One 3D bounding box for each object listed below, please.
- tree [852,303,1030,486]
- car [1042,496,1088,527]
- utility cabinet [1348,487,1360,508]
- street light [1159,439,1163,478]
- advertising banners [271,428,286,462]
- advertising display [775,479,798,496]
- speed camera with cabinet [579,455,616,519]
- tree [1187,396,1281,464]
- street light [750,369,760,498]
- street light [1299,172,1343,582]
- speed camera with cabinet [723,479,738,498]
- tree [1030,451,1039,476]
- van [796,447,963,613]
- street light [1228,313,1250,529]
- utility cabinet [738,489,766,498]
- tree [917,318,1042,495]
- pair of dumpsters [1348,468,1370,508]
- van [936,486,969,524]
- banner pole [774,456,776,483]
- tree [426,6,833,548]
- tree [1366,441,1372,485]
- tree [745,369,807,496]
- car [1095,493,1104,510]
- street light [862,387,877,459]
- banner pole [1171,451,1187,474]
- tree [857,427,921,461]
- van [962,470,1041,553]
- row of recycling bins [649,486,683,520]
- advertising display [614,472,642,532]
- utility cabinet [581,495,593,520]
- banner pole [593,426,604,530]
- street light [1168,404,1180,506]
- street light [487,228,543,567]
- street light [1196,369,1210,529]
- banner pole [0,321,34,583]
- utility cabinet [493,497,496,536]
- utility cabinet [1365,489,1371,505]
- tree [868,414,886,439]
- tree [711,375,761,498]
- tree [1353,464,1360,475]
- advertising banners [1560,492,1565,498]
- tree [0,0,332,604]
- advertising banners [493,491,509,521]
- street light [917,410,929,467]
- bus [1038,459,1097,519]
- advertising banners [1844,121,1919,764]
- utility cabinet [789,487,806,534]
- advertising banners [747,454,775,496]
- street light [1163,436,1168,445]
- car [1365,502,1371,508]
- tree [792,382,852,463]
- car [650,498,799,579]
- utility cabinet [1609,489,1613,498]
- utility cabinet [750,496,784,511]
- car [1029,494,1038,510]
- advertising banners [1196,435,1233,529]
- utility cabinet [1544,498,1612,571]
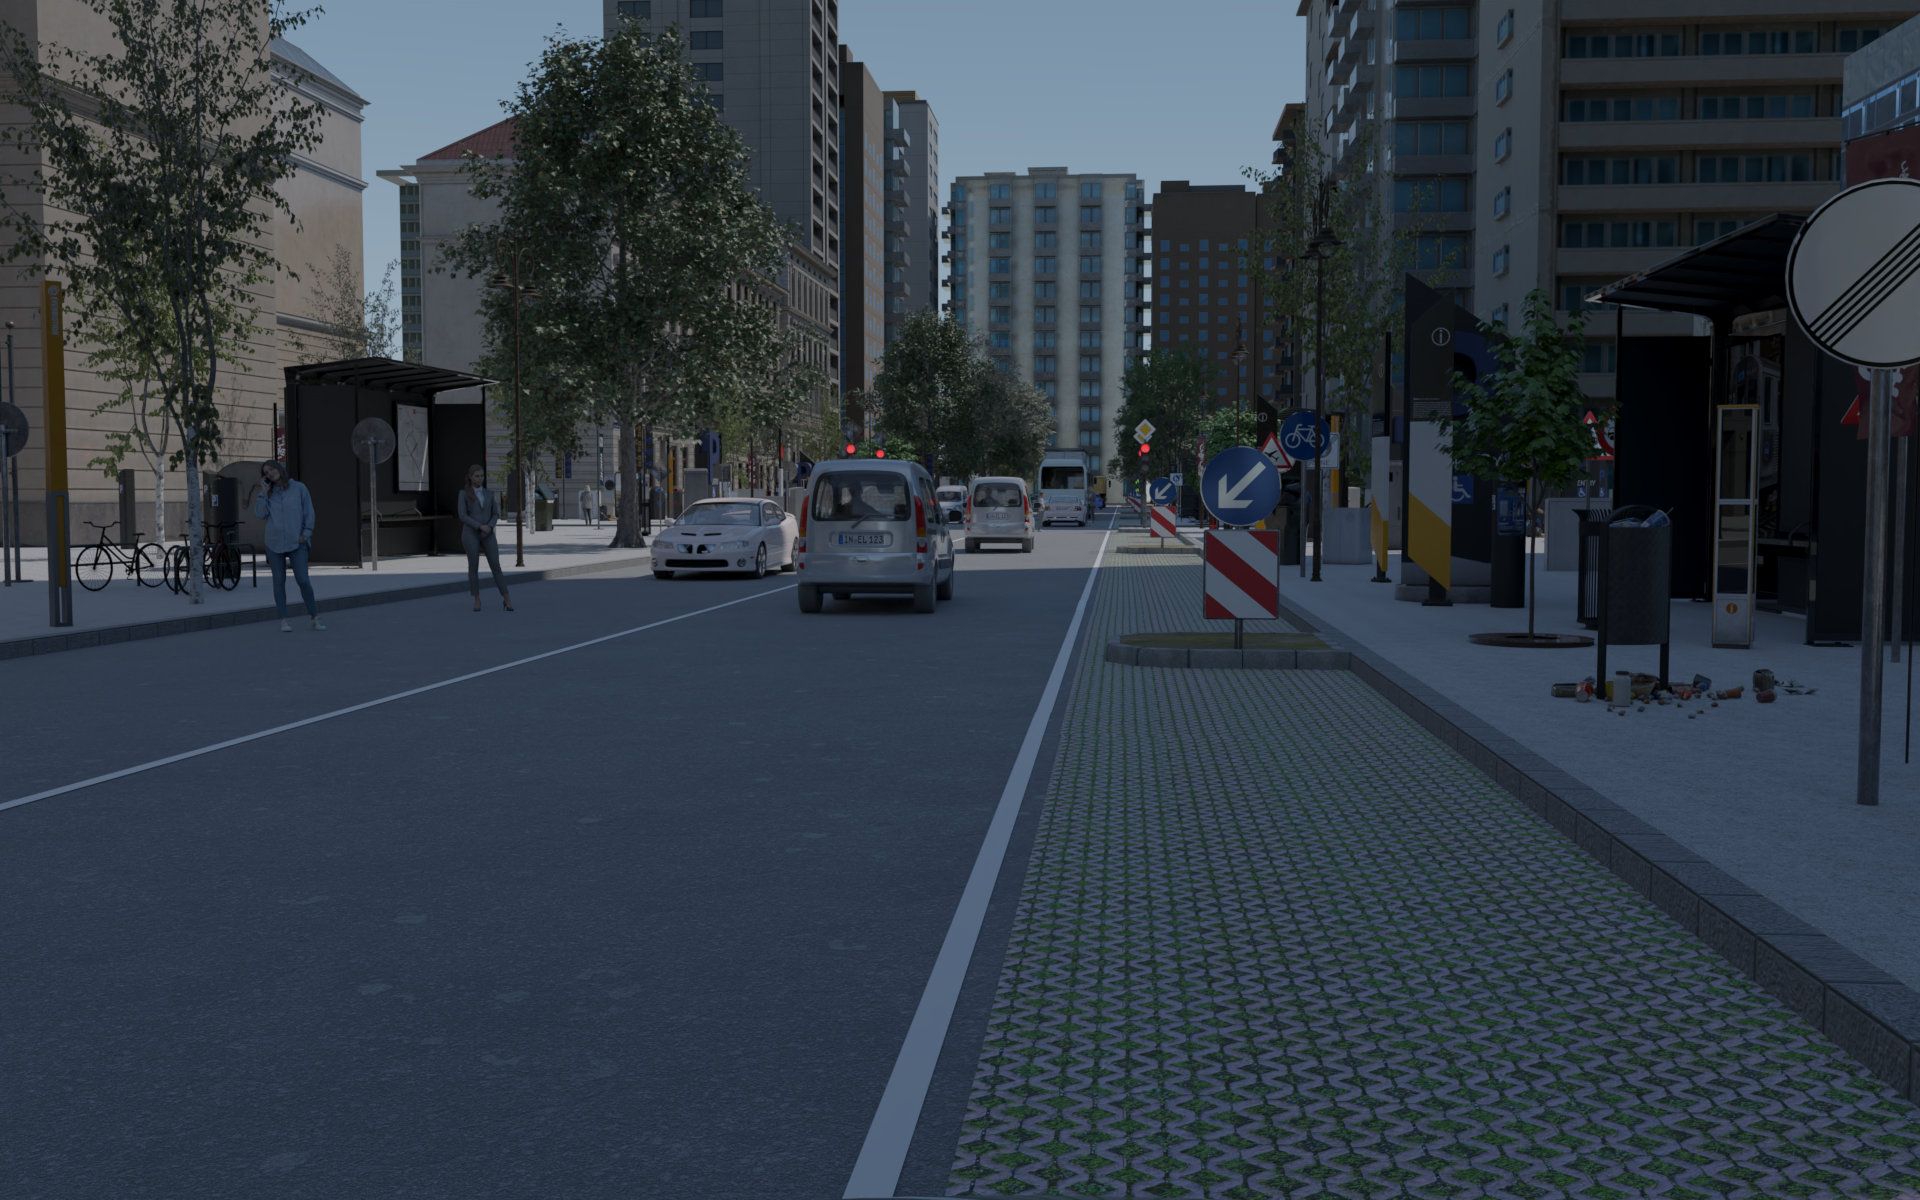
[{"bbox_3d":[-1.905,-11.428,103.858,9.611,12.733,9.660,0,3,0],"label":"tree"},{"bbox_3d":[4.649,-3.962,77.145,2.083,1.381,4.827,0,4,5],"label":"car"},{"bbox_3d":[12.063,-2.800,54.453,1.173,1.500,0.318,-2,4,-35],"label":"utility cabinet"},{"bbox_3d":[14.887,-9.487,127.896,0.468,5.910,1.993,0,4,5],"label":"street light"},{"bbox_3d":[-18.649,-3.029,45.716,2.074,3.025,0.090,0,4,2],"label":"advertising banners"},{"bbox_3d":[-7.465,-4.240,74.542,0.974,1.923,0.123,-1,4,-9],"label":"advertising display"},{"bbox_3d":[-18.340,-5.733,88.063,2.038,3.252,0.660,1,4,13],"label":"speed camera with cabinet"},{"bbox_3d":[9.354,-4.560,58.275,4.285,4.588,4.351,0,3,0],"label":"tree"},{"bbox_3d":[-5.974,-4.704,49.692,0.468,5.910,1.993,0,4,5],"label":"street light"},{"bbox_3d":[5.233,-3.210,25.272,0.468,5.910,1.993,0,4,5],"label":"street light"},{"bbox_3d":[-11.888,-5.862,90.173,0.660,3.252,2.038,-3,5,-44],"label":"speed camera with cabinet"},{"bbox_3d":[1.992,-14.153,148.404,9.611,12.733,9.660,0,3,0],"label":"tree"},{"bbox_3d":[-1.013,-0.930,22.212,2.013,2.044,4.112,0,4,4],"label":"van"},{"bbox_3d":[7.108,-4.373,44.286,0.468,5.910,1.993,0,4,5],"label":"street light"},{"bbox_3d":[-8.943,-4.018,74.378,1.173,1.500,0.318,-1,4,-17],"label":"utility cabinet"},{"bbox_3d":[0.484,-12.830,120.132,12.009,13.543,11.850,0,3,0],"label":"tree"},{"bbox_3d":[12.768,-3.421,58.429,1.574,2.255,4.437,0,4,6],"label":"pair of dumpsters"},{"bbox_3d":[-0.491,-4.731,84.366,2.013,2.044,4.112,0,4,7],"label":"van"},{"bbox_3d":[-12.108,-7.541,113.313,0.401,3.779,0.863,0,4,-4],"label":"banner pole"},{"bbox_3d":[-7.955,-7.603,41.314,9.611,12.733,9.660,0,3,0],"label":"tree"},{"bbox_3d":[21.629,-6.260,86.065,4.285,4.588,4.351,0,3,0],"label":"tree"},{"bbox_3d":[-11.112,-9.268,101.899,4.360,8.622,3.978,0,3,0],"label":"tree"},{"bbox_3d":[12.296,-9.195,159.921,1.945,1.707,3.694,0,4,5],"label":"car"},{"bbox_3d":[-3.836,-6.185,73.912,0.468,5.910,1.993,0,4,5],"label":"street light"},{"bbox_3d":[12.818,-6.746,100.309,0.863,3.779,0.401,0,4,2],"label":"banner pole"},{"bbox_3d":[-3.616,-6.203,85.126,4.285,4.588,4.351,0,3,0],"label":"tree"},{"bbox_3d":[1.024,-2.237,43.594,2.013,2.044,4.112,0,4,4],"label":"van"},{"bbox_3d":[-14.677,-4.848,86.380,3.534,1.692,1.069,-2,4,-26],"label":"row of recycling bins"},{"bbox_3d":[-9.650,-2.764,50.401,0.974,1.923,0.123,2,4,32],"label":"advertising display"},{"bbox_3d":[-18.425,-4.543,85.440,0.306,1.237,1.020,-2,4,-29],"label":"utility cabinet"},{"bbox_3d":[-13.059,-4.456,62.873,0.401,3.779,0.863,0,4,7],"label":"banner pole"},{"bbox_3d":[11.011,-7.080,88.553,0.468,5.910,1.993,0,4,5],"label":"street light"},{"bbox_3d":[-7.770,-3.524,30.409,0.468,5.910,1.993,0,4,5],"label":"street light"},{"bbox_3d":[8.945,-5.574,63.918,0.468,5.910,1.993,0,4,5],"label":"street light"},{"bbox_3d":[-13.820,-2.135,24.920,0.401,3.779,0.863,2,4,24],"label":"banner pole"},{"bbox_3d":[-13.972,-2.468,51.517,0.306,1.237,1.020,-1,4,-18],"label":"utility cabinet"},{"bbox_3d":[19.018,-4.411,80.792,0.318,1.500,1.173,-1,4,-17],"label":"utility cabinet"},{"bbox_3d":[-5.691,-11.899,144.902,4.360,8.622,3.978,0,3,0],"label":"tree"},{"bbox_3d":[-13.073,-8.979,97.170,4.737,8.622,4.395,0,3,0],"label":"tree"},{"bbox_3d":[21.201,-6.052,93.558,1.663,3.219,1.824,0,3,0],"label":"tree"},{"bbox_3d":[28.573,-5.226,81.634,2.074,3.025,0.090,3,5,39],"label":"advertising banners"},{"bbox_3d":[-9.074,-4.247,19.801,4.360,8.622,3.978,0,3,0],"label":"tree"},{"bbox_3d":[-22.735,-5.353,83.706,2.074,3.025,0.090,-1,4,-10],"label":"advertising banners"},{"bbox_3d":[-1.985,-7.346,92.900,0.468,5.910,1.993,0,4,5],"label":"street light"},{"bbox_3d":[6.112,-6.309,98.011,2.948,3.499,13.247,0,4,6],"label":"bus"},{"bbox_3d":[4.642,-0.702,7.658,0.090,3.025,2.074,-1,4,-14],"label":"advertising banners"},{"bbox_3d":[-5.236,-2.855,55.362,0.318,1.500,1.173,-1,4,-15],"label":"utility cabinet"},{"bbox_3d":[-8.491,-4.893,76.188,2.074,3.025,0.090,-3,4,-38],"label":"advertising banners"},{"bbox_3d":[13.111,-8.282,108.199,0.468,5.910,1.993,0,4,5],"label":"street light"},{"bbox_3d":[16.489,-3.347,67.298,3.894,1.354,1.945,0,4,5],"label":"car"},{"bbox_3d":[-8.913,-9.999,113.841,4.737,8.622,4.395,0,3,0],"label":"tree"},{"bbox_3d":[-4.078,-1.122,30.703,2.083,1.381,4.827,0,4,6],"label":"car"},{"bbox_3d":[30.934,-4.461,81.622,0.318,1.500,1.173,3,5,39],"label":"utility cabinet"},{"bbox_3d":[-5.990,-2.608,53.803,1.020,1.237,0.306,-1,4,-21],"label":"utility cabinet"},{"bbox_3d":[6.254,-7.867,140.422,2.131,1.459,4.920,0,4,4],"label":"car"},{"bbox_3d":[7.543,-3.368,51.251,0.090,3.025,2.074,-2,4,-24],"label":"advertising banners"},{"bbox_3d":[10.289,-1.082,28.858,1.020,1.237,0.306,0,4,7],"label":"utility cabinet"}]
